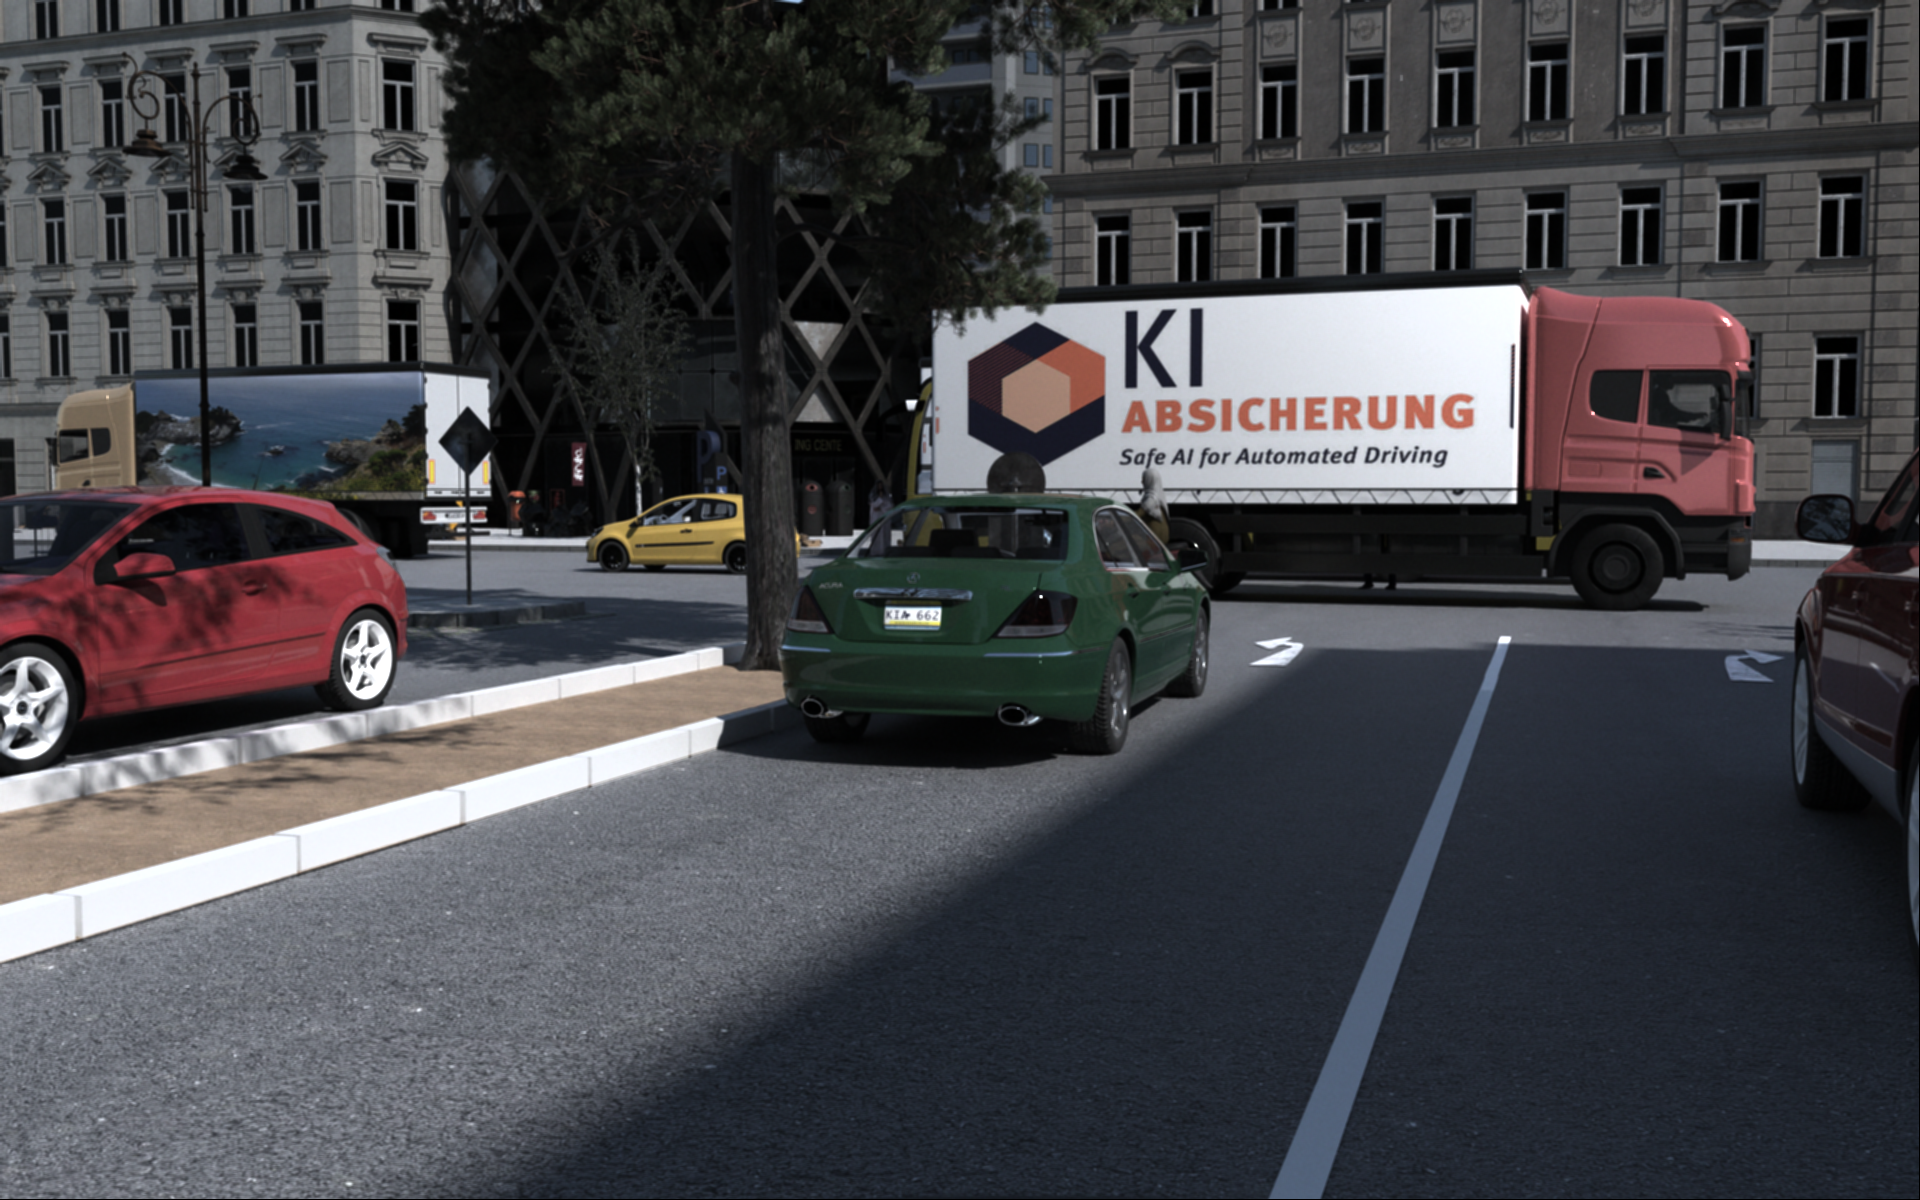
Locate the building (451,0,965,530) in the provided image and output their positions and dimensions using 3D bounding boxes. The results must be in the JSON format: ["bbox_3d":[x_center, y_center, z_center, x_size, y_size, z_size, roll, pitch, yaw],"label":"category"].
[{"bbox_3d":[-8.574,-12.204,66.995,16.811,18.784,16.820,1,4,19],"label":"building"}]

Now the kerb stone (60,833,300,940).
[{"bbox_3d":[-2.708,0.992,6.045,0.120,0.150,1.000,1,4,19],"label":"kerb stone"}]

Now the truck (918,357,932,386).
[{"bbox_3d":[4.847,-2.809,34.840,11.283,4.237,2.839,1,4,19],"label":"truck"}]

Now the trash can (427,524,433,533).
[{"bbox_3d":[-15.920,-2.490,52.362,0.748,1.137,0.748,0,3,0],"label":"trash can"}]

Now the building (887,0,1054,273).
[{"bbox_3d":[3.308,-35.717,125.964,21.231,58.520,28.212,1,4,19],"label":"building"}]

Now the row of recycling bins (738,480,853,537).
[{"bbox_3d":[-4.983,-2.772,52.436,3.534,1.692,1.069,-1,4,-22],"label":"row of recycling bins"}]

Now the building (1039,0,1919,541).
[{"bbox_3d":[16.099,-15.773,55.147,25.104,27.353,12.463,1,4,19],"label":"building"}]

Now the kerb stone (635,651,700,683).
[{"bbox_3d":[-2.337,0.538,13.517,0.120,0.150,1.000,1,4,19],"label":"kerb stone"}]

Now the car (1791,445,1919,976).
[{"bbox_3d":[4.249,0.159,6.074,2.281,1.827,5.304,1,4,20],"label":"car"}]

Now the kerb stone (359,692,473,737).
[{"bbox_3d":[-3.347,0.709,10.611,0.120,0.150,1.000,1,4,19],"label":"kerb stone"}]

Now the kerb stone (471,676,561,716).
[{"bbox_3d":[-3.008,0.651,11.578,0.120,0.150,1.000,1,4,19],"label":"kerb stone"}]

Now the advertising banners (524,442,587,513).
[{"bbox_3d":[-13.549,-3.788,58.122,2.074,3.025,0.090,-1,4,-18],"label":"advertising banners"}]

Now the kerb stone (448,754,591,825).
[{"bbox_3d":[-2.031,0.869,7.984,0.120,0.150,1.000,1,4,19],"label":"kerb stone"}]

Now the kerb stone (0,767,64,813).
[{"bbox_3d":[-4.356,0.895,7.689,0.120,0.150,1.000,1,4,19],"label":"kerb stone"}]

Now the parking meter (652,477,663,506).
[{"bbox_3d":[-10.177,-3.219,58.341,0.255,1.863,0.399,1,4,11],"label":"parking meter"}]

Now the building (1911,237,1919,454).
[{"bbox_3d":[45.708,-13.884,46.091,34.723,24.649,14.460,1,4,19],"label":"building"}]

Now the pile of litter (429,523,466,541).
[{"bbox_3d":[-14.359,-2.115,48.541,1.176,0.858,1.719,0,4,-8],"label":"pile of litter"}]

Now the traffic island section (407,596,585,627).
[{"bbox_3d":[-5.680,0.141,19.979,2.009,0.180,2.903,1,4,19],"label":"traffic island section"}]

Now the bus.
[{"bbox_3d":[4.769,-2.338,29.771,12.252,3.916,2.896,1,4,19],"label":"bus"}]

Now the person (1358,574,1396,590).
[{"bbox_3d":[6.256,-0.938,26.042,0.590,1.554,0.614,3,5,45],"label":"person"}]

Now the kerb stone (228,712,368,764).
[{"bbox_3d":[-3.681,0.770,9.631,0.120,0.150,1.000,1,4,19],"label":"kerb stone"}]

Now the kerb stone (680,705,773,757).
[{"bbox_3d":[-1.357,0.752,9.924,0.120,0.150,1.000,1,4,19],"label":"kerb stone"}]

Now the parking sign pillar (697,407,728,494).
[{"bbox_3d":[-7.591,-3.953,53.110,1.447,3.967,1.447,-2,4,-33],"label":"parking sign pillar"}]

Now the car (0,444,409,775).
[{"bbox_3d":[-5.206,-0.080,10.346,2.155,1.783,4.494,1,4,18],"label":"car"}]

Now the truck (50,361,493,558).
[{"bbox_3d":[-16.106,-3.096,39.528,11.283,4.237,2.839,1,4,20],"label":"truck"}]

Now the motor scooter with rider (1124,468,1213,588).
[{"bbox_3d":[2.016,-0.703,20.464,1.986,1.779,0.876,1,4,20],"label":"motor scooter with rider"}]

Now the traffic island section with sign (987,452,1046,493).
[{"bbox_3d":[0.398,-0.611,18.130,2.006,1.907,1.989,1,4,19],"label":"traffic island section with sign"}]

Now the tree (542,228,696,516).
[{"bbox_3d":[-8.963,-5.916,47.084,4.360,8.622,3.978,0,3,0],"label":"tree"}]

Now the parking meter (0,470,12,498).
[{"bbox_3d":[-10.102,-0.593,18.103,0.372,1.533,0.369,0,3,0],"label":"parking meter"}]

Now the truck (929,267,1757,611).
[{"bbox_3d":[5.237,-2.105,23.332,11.283,4.237,2.839,1,4,21],"label":"truck"}]

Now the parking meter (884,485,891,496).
[{"bbox_3d":[-2.069,-2.387,47.442,0.372,1.533,0.369,0,3,0],"label":"parking meter"}]

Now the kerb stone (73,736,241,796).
[{"bbox_3d":[-4.019,0.833,8.656,0.120,0.150,1.000,1,4,19],"label":"kerb stone"}]

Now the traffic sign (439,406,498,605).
[{"bbox_3d":[-5.655,-0.995,19.910,0.795,2.450,0.064,1,4,19],"label":"traffic sign"}]

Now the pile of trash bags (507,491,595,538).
[{"bbox_3d":[-12.592,-2.613,52.469,3.447,1.369,1.912,3,5,39],"label":"pile of trash bags"}]

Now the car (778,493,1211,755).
[{"bbox_3d":[0.437,0.040,11.138,2.131,1.459,4.920,1,4,17],"label":"car"}]

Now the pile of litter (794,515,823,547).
[{"bbox_3d":[-3.940,-1.741,42.432,1.176,0.858,1.719,0,4,4],"label":"pile of litter"}]

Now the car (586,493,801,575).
[{"bbox_3d":[-4.946,-1.324,31.868,3.980,1.641,2.015,1,4,20],"label":"car"}]

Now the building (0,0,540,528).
[{"bbox_3d":[-37.505,-18.349,76.424,44.131,29.872,17.030,1,4,19],"label":"building"}]

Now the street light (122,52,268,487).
[{"bbox_3d":[-8.176,-2.808,18.700,0.468,5.910,1.993,1,4,19],"label":"street light"}]

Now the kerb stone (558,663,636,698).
[{"bbox_3d":[-2.673,0.590,12.549,0.120,0.150,1.000,1,4,19],"label":"kerb stone"}]

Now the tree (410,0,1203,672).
[{"bbox_3d":[-1.628,-6.370,14.036,7.806,13.903,7.818,0,3,0],"label":"tree"}]

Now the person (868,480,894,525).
[{"bbox_3d":[-1.739,-1.747,37.733,0.551,1.740,0.621,-2,4,-33],"label":"person"}]

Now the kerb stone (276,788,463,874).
[{"bbox_3d":[-2.378,0.930,7.020,0.120,0.150,1.000,1,4,19],"label":"kerb stone"}]

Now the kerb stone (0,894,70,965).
[{"bbox_3d":[-3.044,1.047,5.074,0.120,0.150,1.000,1,4,19],"label":"kerb stone"}]

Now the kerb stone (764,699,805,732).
[{"bbox_3d":[-1.013,0.691,10.904,0.120,0.150,1.000,1,4,19],"label":"kerb stone"}]

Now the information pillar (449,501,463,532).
[{"bbox_3d":[-15.076,-3.690,51.679,0.183,3.616,0.504,2,4,30],"label":"information pillar"}]

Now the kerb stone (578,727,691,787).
[{"bbox_3d":[-1.693,0.811,8.952,0.120,0.150,1.000,1,4,19],"label":"kerb stone"}]

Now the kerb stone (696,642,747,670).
[{"bbox_3d":[-2.003,0.471,14.487,0.120,0.150,1.000,1,4,19],"label":"kerb stone"}]
